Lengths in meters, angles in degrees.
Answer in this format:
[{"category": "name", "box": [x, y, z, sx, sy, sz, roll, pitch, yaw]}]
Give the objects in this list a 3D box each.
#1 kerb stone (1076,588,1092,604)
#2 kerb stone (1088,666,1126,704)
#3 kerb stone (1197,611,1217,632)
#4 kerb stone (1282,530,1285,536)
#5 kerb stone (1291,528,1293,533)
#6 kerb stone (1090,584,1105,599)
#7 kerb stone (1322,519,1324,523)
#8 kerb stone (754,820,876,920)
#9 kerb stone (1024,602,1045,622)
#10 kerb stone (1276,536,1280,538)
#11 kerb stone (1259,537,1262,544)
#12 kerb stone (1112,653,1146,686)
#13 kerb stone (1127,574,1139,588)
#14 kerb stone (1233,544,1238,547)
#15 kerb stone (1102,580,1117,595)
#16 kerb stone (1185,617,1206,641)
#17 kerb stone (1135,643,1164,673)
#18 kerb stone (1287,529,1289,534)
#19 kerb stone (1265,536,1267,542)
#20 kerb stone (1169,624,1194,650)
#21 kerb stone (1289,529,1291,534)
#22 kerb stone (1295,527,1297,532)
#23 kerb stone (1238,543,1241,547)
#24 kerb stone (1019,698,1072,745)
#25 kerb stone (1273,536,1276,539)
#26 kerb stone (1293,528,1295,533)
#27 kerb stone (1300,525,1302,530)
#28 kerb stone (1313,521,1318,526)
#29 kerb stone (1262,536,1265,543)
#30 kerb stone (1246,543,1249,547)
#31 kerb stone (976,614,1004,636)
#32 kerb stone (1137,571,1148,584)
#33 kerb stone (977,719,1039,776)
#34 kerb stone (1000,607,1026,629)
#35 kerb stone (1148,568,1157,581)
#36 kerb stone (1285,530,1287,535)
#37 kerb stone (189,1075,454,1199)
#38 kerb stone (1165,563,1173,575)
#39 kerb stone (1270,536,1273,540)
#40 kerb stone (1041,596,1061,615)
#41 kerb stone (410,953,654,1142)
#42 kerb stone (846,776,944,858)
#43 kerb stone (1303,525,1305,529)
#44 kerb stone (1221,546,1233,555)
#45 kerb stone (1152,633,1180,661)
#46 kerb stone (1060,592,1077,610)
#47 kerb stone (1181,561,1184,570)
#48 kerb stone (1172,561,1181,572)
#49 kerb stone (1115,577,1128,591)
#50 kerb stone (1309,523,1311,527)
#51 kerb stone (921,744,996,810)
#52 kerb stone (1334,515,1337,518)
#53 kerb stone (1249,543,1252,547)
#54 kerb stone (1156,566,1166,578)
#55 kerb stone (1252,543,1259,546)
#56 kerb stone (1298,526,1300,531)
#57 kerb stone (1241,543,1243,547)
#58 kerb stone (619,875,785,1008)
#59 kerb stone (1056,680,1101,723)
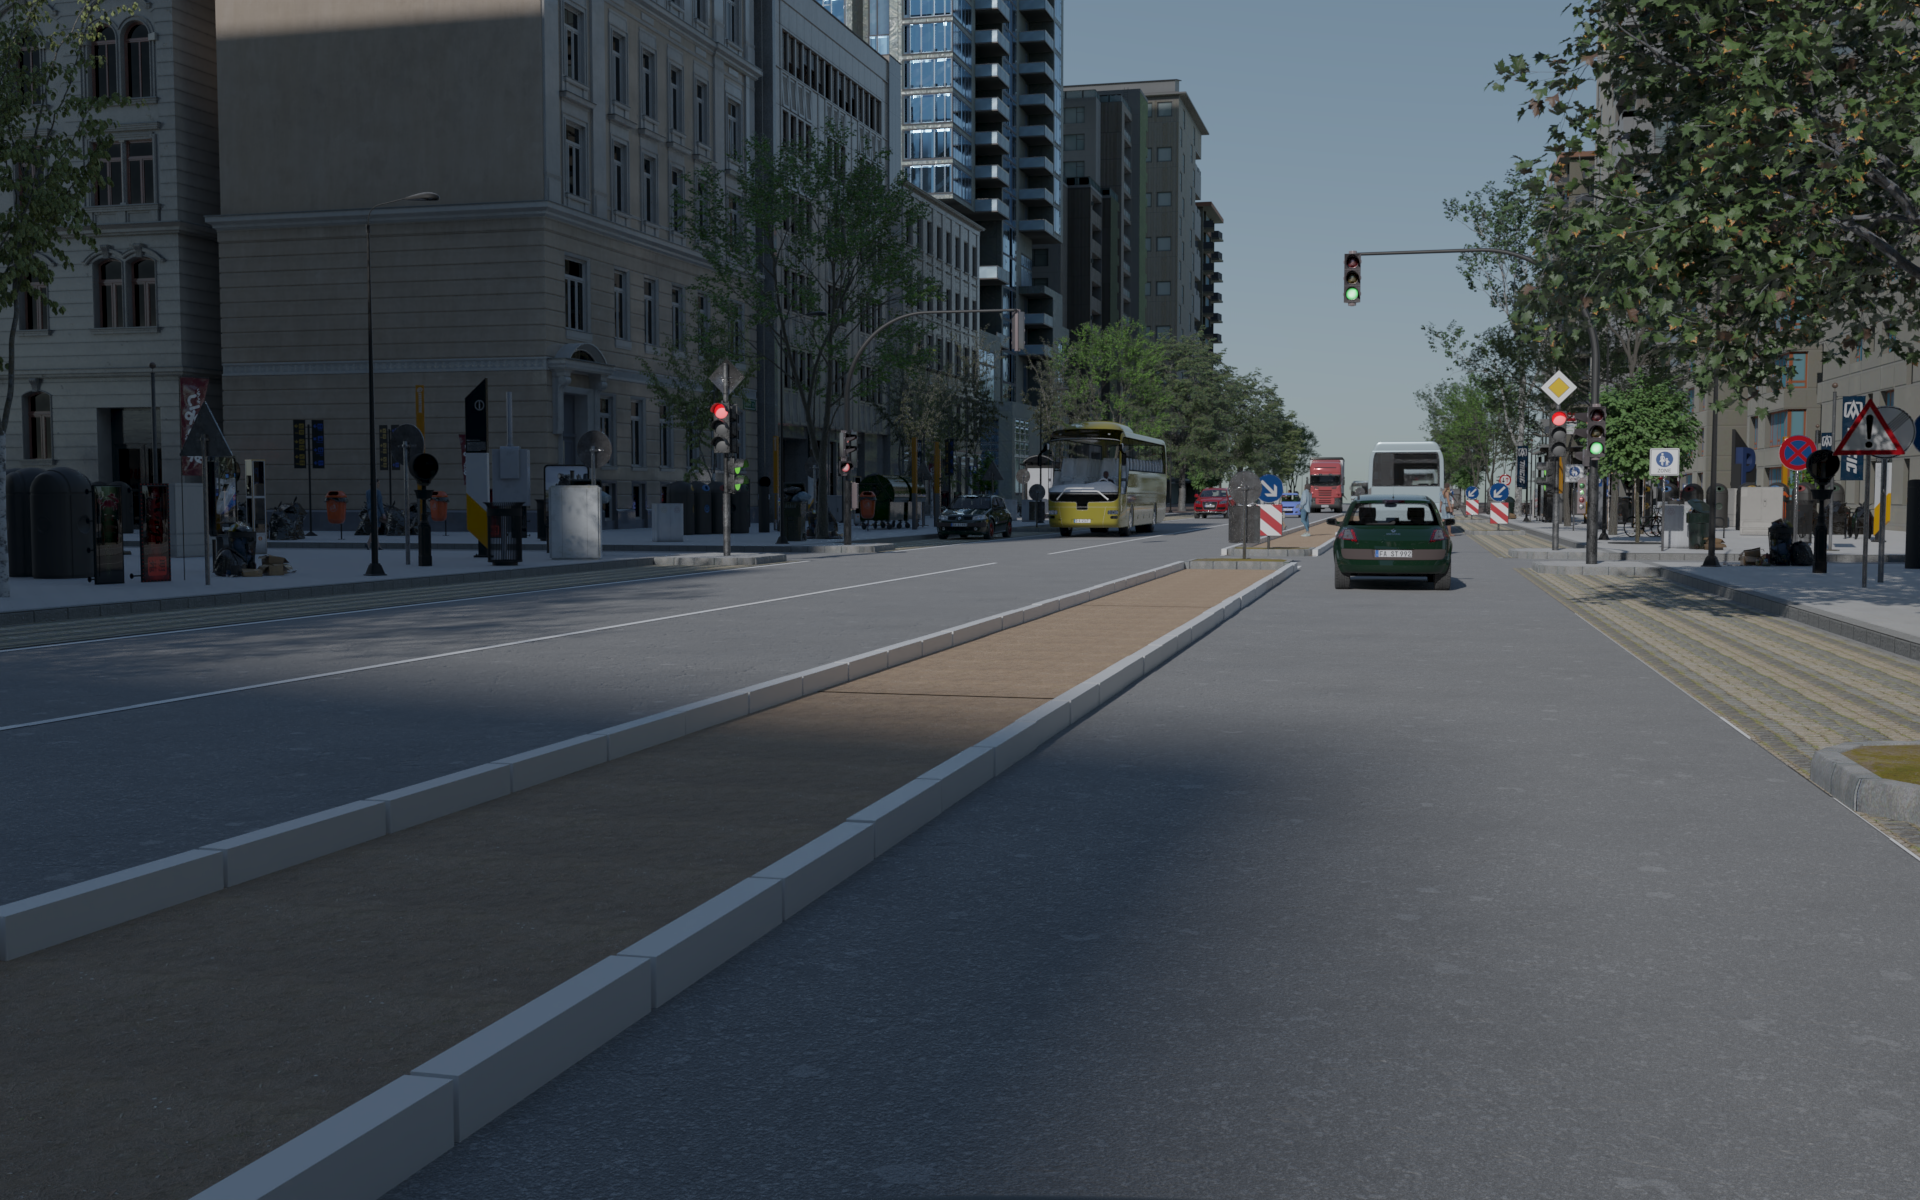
[{"category": "kerb stone", "box": [1.541, -0.022, 22.662, 0.120, 0.150, 1.000, 1, 4, 14]}, {"category": "kerb stone", "box": [1.016, 0.608, 12.257, 0.120, 0.150, 1.000, 1, 4, 14]}, {"category": "kerb stone", "box": [2.560, 0.246, 18.209, 0.120, 0.150, 1.000, 1, 4, 14]}, {"category": "kerb stone", "box": [10.689, -2.184, 57.936, 0.120, 0.150, 1.000, 1, 4, 14]}, {"category": "kerb stone", "box": [11.721, -2.426, 61.902, 0.120, 0.150, 1.000, 1, 4, 14]}, {"category": "kerb stone", "box": [1.802, -0.085, 23.660, 0.120, 0.150, 1.000, 1, 4, 14]}, {"category": "kerb stone", "box": [17.376, -3.764, 83.757, 0.120, 0.150, 1.000, 1, 4, 14]}, {"category": "kerb stone", "box": [-0.521, 0.978, 6.313, 0.120, 0.150, 1.000, 1, 4, 14]}, {"category": "kerb stone", "box": [0.777, 0.159, 19.684, 0.120, 0.150, 1.000, 1, 4, 14]}, {"category": "kerb stone", "box": [10.165, -2.064, 55.946, 0.120, 0.150, 1.000, 1, 4, 14]}, {"category": "kerb stone", "box": [8.368, -1.639, 48.996, 0.120, 0.150, 1.000, 1, 4, 14]}, {"category": "kerb stone", "box": [1.267, 0.549, 13.248, 0.120, 0.150, 1.000, 1, 4, 14]}, {"category": "kerb stone", "box": [2.577, -0.272, 26.647, 0.120, 0.150, 1.000, 1, 4, 14]}, {"category": "kerb stone", "box": [6.571, -1.215, 42.063, 0.120, 0.150, 1.000, 1, 4, 14]}, {"category": "kerb stone", "box": [2.055, -0.150, 24.650, 0.120, 0.150, 1.000, 1, 4, 14]}, {"category": "kerb stone", "box": [2.305, 0.305, 17.217, 0.120, 0.150, 1.000, 1, 4, 14]}, {"category": "kerb stone", "box": [1.531, 0.489, 14.236, 0.120, 0.150, 1.000, 1, 4, 14]}, {"category": "kerb stone", "box": [11.191, -2.308, 59.927, 0.120, 0.150, 1.000, 1, 4, 14]}, {"category": "kerb stone", "box": [8.884, -1.761, 50.980, 0.120, 0.150, 1.000, 1, 4, 14]}, {"category": "kerb stone", "box": [2.044, 0.365, 16.223, 0.120, 0.150, 1.000, 1, 4, 14]}, {"category": "kerb stone", "box": [11.455, -2.366, 60.915, 0.120, 0.150, 1.000, 1, 4, 14]}, {"category": "kerb stone", "box": [12.232, -2.547, 63.881, 0.120, 0.150, 1.000, 1, 4, 14]}, {"category": "kerb stone", "box": [6.825, -1.276, 43.054, 0.120, 0.150, 1.000, 1, 4, 14]}, {"category": "kerb stone", "box": [0.496, 0.729, 10.276, 0.120, 0.150, 1.000, 1, 4, 14]}, {"category": "kerb stone", "box": [9.656, -1.943, 53.959, 0.120, 0.150, 1.000, 1, 4, 14]}, {"category": "kerb stone", "box": [11.970, -2.487, 62.893, 0.120, 0.150, 1.000, 1, 4, 14]}, {"category": "kerb stone", "box": [12.997, -2.729, 66.864, 0.120, 0.150, 1.000, 1, 4, 14]}, {"category": "kerb stone", "box": [16.094, -3.461, 78.785, 0.120, 0.150, 1.000, 1, 4, 14]}, {"category": "kerb stone", "box": [8.627, -1.700, 49.985, 0.120, 0.150, 1.000, 1, 4, 14]}, {"category": "kerb stone", "box": [7.335, -1.396, 45.038, 0.120, 0.150, 1.000, 1, 4, 14]}, {"category": "kerb stone", "box": [0.254, 0.277, 17.702, 0.120, 0.150, 1.000, 1, 4, 14]}, {"category": "kerb stone", "box": [2.834, -0.333, 27.637, 0.120, 0.150, 1.000, 1, 4, 14]}, {"category": "kerb stone", "box": [0.248, 0.790, 9.284, 0.120, 0.150, 1.000, 1, 4, 14]}, {"category": "kerb stone", "box": [0.517, 0.214, 18.694, 0.120, 0.150, 1.000, 1, 4, 14]}, {"category": "kerb stone", "box": [3.090, -0.391, 28.627, 0.120, 0.150, 1.000, 1, 4, 14]}, {"category": "kerb stone", "box": [10.944, -2.247, 58.936, 0.120, 0.150, 1.000, 1, 4, 14]}, {"category": "kerb stone", "box": [-1.294, 1.154, 3.331, 0.120, 0.150, 1.000, 1, 4, 14]}, {"category": "kerb stone", "box": [3.603, -0.511, 30.617, 0.120, 0.150, 1.000, 1, 4, 14]}, {"category": "kerb stone", "box": [9.394, -1.882, 52.963, 0.120, 0.150, 1.000, 1, 4, 14]}, {"category": "kerb stone", "box": [1.023, 0.093, 20.676, 0.120, 0.150, 1.000, 1, 4, 14]}, {"category": "kerb stone", "box": [-1.038, 1.093, 4.321, 0.120, 0.150, 1.000, 1, 4, 14]}, {"category": "kerb stone", "box": [-0.266, 0.911, 7.305, 0.120, 0.150, 1.000, 1, 4, 14]}, {"category": "kerb stone", "box": [13.516, -2.853, 68.844, 0.120, 0.150, 1.000, 1, 4, 14]}, {"category": "kerb stone", "box": [6.313, -1.151, 41.074, 0.120, 0.150, 1.000, 1, 4, 14]}, {"category": "kerb stone", "box": [1.786, 0.426, 15.226, 0.120, 0.150, 1.000, 1, 4, 14]}, {"category": "kerb stone", "box": [1.286, 0.035, 21.666, 0.120, 0.150, 1.000, 1, 4, 14]}, {"category": "kerb stone", "box": [4.116, -0.637, 32.603, 0.120, 0.150, 1.000, 1, 4, 14]}, {"category": "kerb stone", "box": [3.860, -0.576, 31.611, 0.120, 0.150, 1.000, 1, 4, 14]}, {"category": "kerb stone", "box": [2.315, -0.211, 25.647, 0.120, 0.150, 1.000, 1, 4, 14]}, {"category": "kerb stone", "box": [14.551, -3.091, 72.822, 0.120, 0.150, 1.000, 1, 4, 14]}, {"category": "kerb stone", "box": [-0.014, 0.850, 8.295, 0.120, 0.150, 1.000, 1, 4, 14]}, {"category": "kerb stone", "box": [21.226, -4.676, 98.641, 0.120, 0.150, 1.000, 1, 4, 14]}, {"category": "kerb stone", "box": [7.599, -1.458, 46.027, 0.120, 0.150, 1.000, 1, 4, 14]}, {"category": "kerb stone", "box": [3.355, -0.454, 29.624, 0.120, 0.150, 1.000, 1, 4, 14]}, {"category": "kerb stone", "box": [8.114, -1.579, 48.006, 0.120, 0.150, 1.000, 1, 4, 14]}, {"category": "kerb stone", "box": [12.743, -2.670, 65.866, 0.120, 0.150, 1.000, 1, 4, 14]}, {"category": "kerb stone", "box": [7.083, -1.337, 44.048, 0.120, 0.150, 1.000, 1, 4, 14]}, {"category": "kerb stone", "box": [-0.777, 1.036, 5.318, 0.120, 0.150, 1.000, 1, 4, 14]}, {"category": "kerb stone", "box": [0.757, 0.669, 11.265, 0.120, 0.150, 1.000, 1, 4, 14]}]
